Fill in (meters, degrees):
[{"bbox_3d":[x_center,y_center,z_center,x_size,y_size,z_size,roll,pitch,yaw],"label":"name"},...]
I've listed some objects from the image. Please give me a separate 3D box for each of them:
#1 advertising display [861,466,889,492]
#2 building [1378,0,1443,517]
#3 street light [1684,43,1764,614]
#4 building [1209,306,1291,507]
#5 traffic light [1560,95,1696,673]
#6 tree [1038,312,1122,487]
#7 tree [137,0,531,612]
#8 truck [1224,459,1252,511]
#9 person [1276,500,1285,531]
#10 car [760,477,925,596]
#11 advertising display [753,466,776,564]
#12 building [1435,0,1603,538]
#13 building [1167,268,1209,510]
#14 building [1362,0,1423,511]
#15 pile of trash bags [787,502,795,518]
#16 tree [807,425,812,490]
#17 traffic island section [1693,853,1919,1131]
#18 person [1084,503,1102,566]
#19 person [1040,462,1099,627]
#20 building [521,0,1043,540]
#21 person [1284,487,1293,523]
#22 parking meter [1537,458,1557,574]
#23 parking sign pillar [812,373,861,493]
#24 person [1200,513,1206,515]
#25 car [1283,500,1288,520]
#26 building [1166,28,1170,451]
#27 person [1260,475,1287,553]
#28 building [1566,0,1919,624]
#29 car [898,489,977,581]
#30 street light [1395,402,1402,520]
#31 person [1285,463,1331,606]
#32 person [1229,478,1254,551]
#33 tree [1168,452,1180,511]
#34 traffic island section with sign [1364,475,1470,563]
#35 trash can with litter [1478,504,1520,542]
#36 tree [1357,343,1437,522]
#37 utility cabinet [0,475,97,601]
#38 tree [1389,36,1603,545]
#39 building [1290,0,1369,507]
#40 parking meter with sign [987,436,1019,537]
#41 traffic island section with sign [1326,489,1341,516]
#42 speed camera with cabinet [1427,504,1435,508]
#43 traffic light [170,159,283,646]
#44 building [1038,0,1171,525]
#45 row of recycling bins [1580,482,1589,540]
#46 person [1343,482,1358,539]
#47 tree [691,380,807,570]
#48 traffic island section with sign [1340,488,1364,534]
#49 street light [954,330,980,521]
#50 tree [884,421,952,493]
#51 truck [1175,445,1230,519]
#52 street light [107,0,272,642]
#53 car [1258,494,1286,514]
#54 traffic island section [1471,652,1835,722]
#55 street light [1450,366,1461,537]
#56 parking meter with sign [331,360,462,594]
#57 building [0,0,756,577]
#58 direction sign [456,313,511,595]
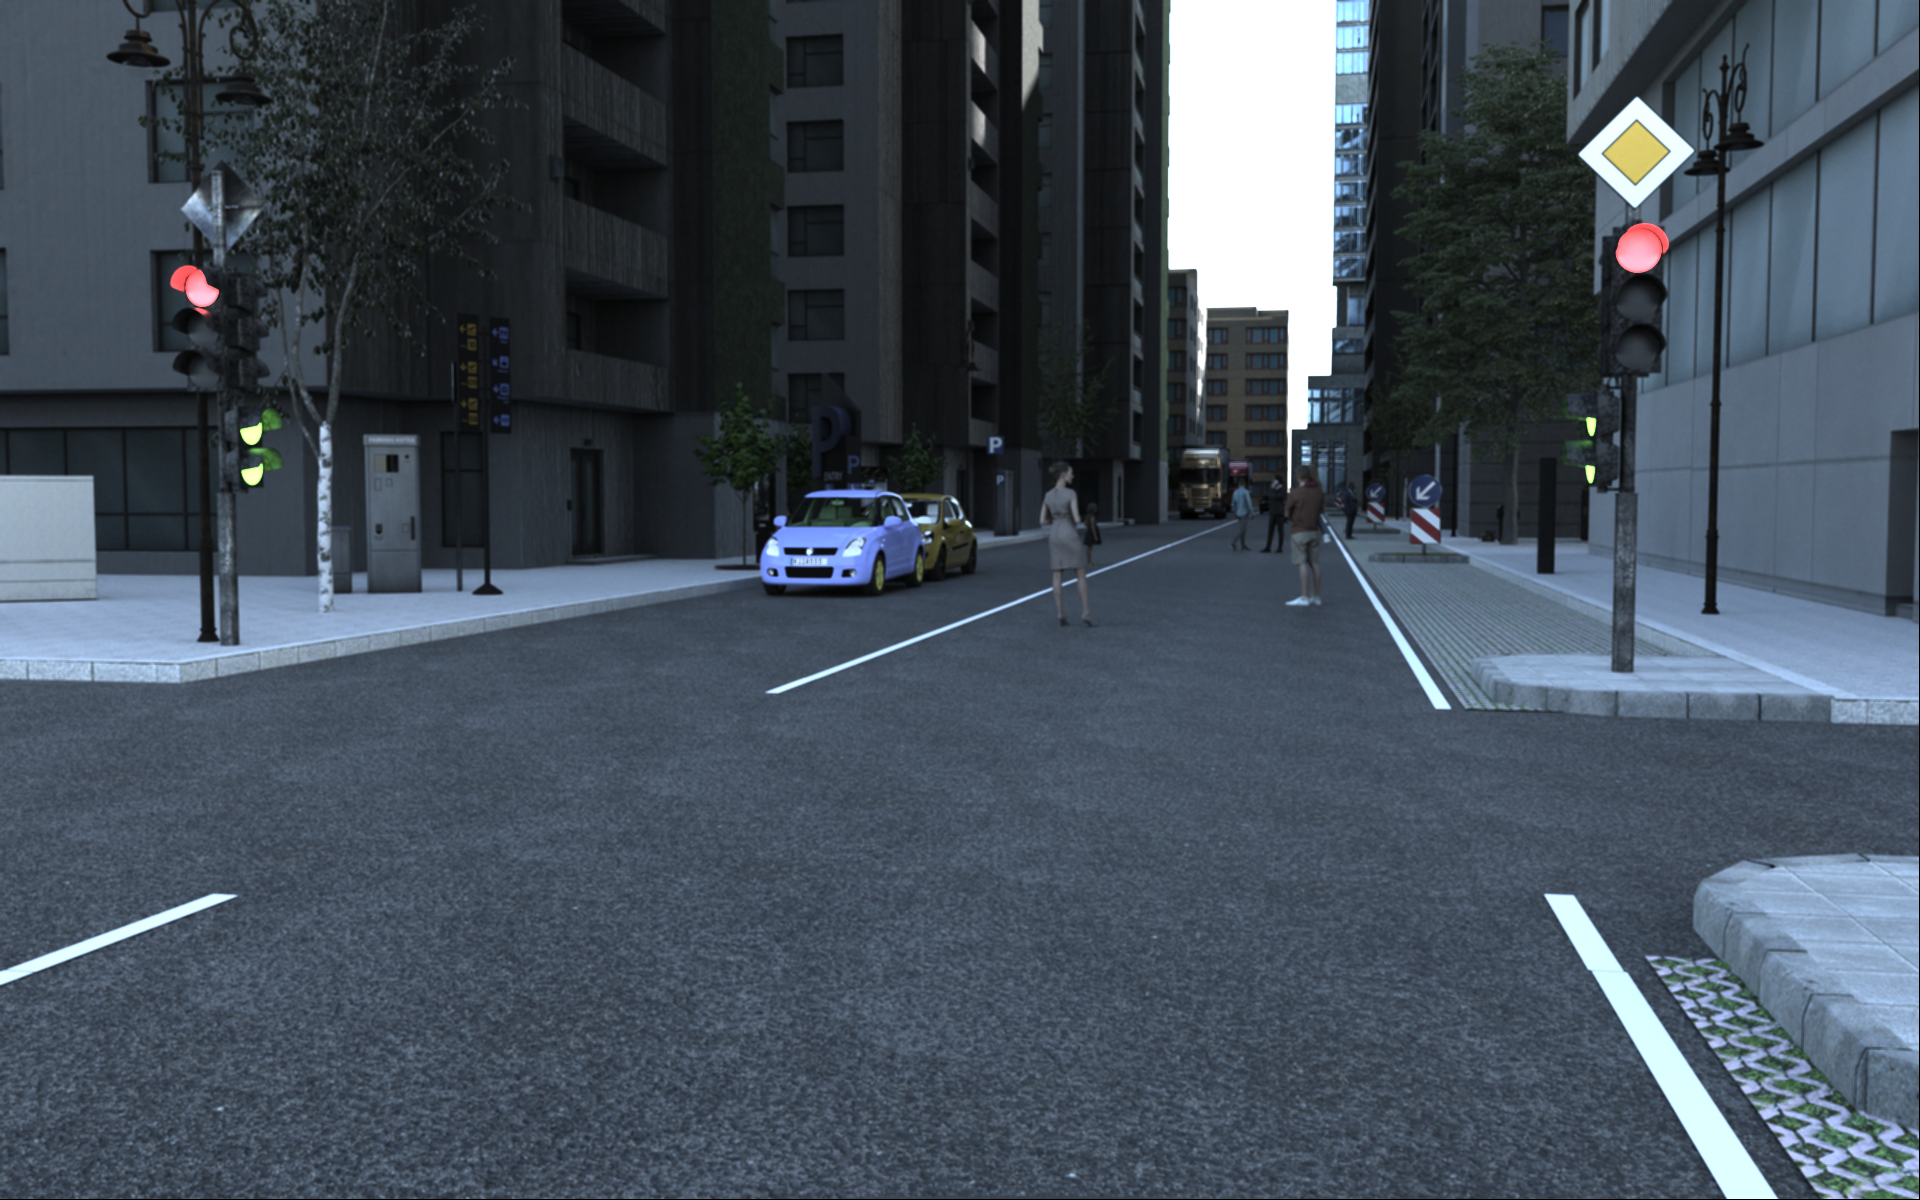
[{"bbox_3d":[-2.130,-2.147,40.315,0.974,1.923,0.123,0,4,6],"label":"advertising display"},{"bbox_3d":[34.813,-40.275,96.754,20.563,71.187,20.611,1,4,11],"label":"building"},{"bbox_3d":[8.044,-2.789,18.392,0.468,5.910,1.993,1,4,11],"label":"street light"},{"bbox_3d":[20.352,-20.784,184.854,28.899,21.520,27.650,1,4,11],"label":"building"},{"bbox_3d":[4.767,-1.436,12.397,0.839,4.253,0.868,1,4,11],"label":"traffic light"},{"bbox_3d":[4.321,-7.386,71.131,4.737,8.622,4.395,0,3,0],"label":"tree"},{"bbox_3d":[-6.875,-4.188,18.839,4.360,8.622,3.978,0,3,0],"label":"tree"},{"bbox_3d":[22.445,-9.312,141.169,2.839,4.237,11.283,1,4,11],"label":"truck"},{"bbox_3d":[12.383,-3.601,67.712,0.374,1.781,0.599,-2,4,-35],"label":"person"},{"bbox_3d":[-1.692,-0.977,25.559,1.945,1.707,3.694,1,4,12],"label":"car"},{"bbox_3d":[-3.578,-1.619,31.681,0.123,1.923,0.974,-2,4,-24],"label":"advertising display"},{"bbox_3d":[27.981,-31.725,60.704,21.231,58.520,28.212,1,4,11],"label":"building"},{"bbox_3d":[6.239,-18.784,152.153,28.899,21.520,27.650,1,4,11],"label":"building"},{"bbox_3d":[39.062,-30.256,118.386,21.300,48.544,21.600,1,4,11],"label":"building"},{"bbox_3d":[-5.268,-2.238,46.343,3.447,1.369,1.912,-3,5,-41],"label":"pile of trash bags"},{"bbox_3d":[-3.786,-2.829,40.859,1.663,3.219,1.824,0,3,0],"label":"tree"},{"bbox_3d":[3.229,1.077,4.675,2.009,0.180,2.903,1,4,11],"label":"traffic island section"},{"bbox_3d":[2.638,-1.296,34.367,0.373,1.253,0.362,0,4,0],"label":"person"},{"bbox_3d":[1.183,-0.607,18.768,0.599,1.781,0.374,3,5,39],"label":"person"},{"bbox_3d":[-5.154,-17.578,59.096,14.160,30.474,14.107,1,4,11],"label":"building"},{"bbox_3d":[16.498,-4.720,86.077,0.834,1.777,0.661,2,4,25],"label":"person"},{"bbox_3d":[9.477,-1.362,27.972,0.255,1.863,0.399,1,4,17],"label":"parking meter"},{"bbox_3d":[-2.715,-3.032,38.051,1.447,3.967,1.447,-3,5,-39],"label":"parking sign pillar"},{"bbox_3d":[16.485,-6.667,117.959,0.568,1.767,0.683,-3,4,-36],"label":"person"},{"bbox_3d":[18.935,-5.285,96.634,2.015,1.641,3.980,1,4,13],"label":"car"},{"bbox_3d":[7.411,-28.957,123.564,14.600,45.320,14.200,1,4,11],"label":"building"},{"bbox_3d":[7.689,-2.108,42.328,0.474,1.900,0.648,-2,4,-27],"label":"person"},{"bbox_3d":[22.845,-26.335,19.817,27.495,52.752,28.713,1,4,11],"label":"building"},{"bbox_3d":[-0.855,-1.200,29.844,2.015,1.641,3.980,1,4,12],"label":"car"},{"bbox_3d":[21.581,-6.883,85.317,0.468,5.910,1.993,1,4,11],"label":"street light"},{"bbox_3d":[4.488,-0.849,22.356,0.573,1.828,0.580,1,4,17],"label":"person"},{"bbox_3d":[7.047,-2.158,43.641,0.748,1.841,0.638,-1,4,-23],"label":"person"},{"bbox_3d":[16.357,-9.129,132.979,4.285,4.588,4.351,0,3,0],"label":"tree"},{"bbox_3d":[9.680,-1.714,36.649,1.989,1.847,2.006,1,4,11],"label":"traffic island section with sign"},{"bbox_3d":[14.428,-2.141,46.396,1.055,1.170,0.624,2,4,34],"label":"trash can with litter"},{"bbox_3d":[20.719,-7.973,80.727,4.737,8.622,4.395,0,3,0],"label":"tree"},{"bbox_3d":[-11.009,-0.738,20.738,1.173,1.500,0.318,-2,4,-27],"label":"utility cabinet"},{"bbox_3d":[14.320,-7.678,43.663,7.486,12.596,7.792,0,3,0],"label":"tree"},{"bbox_3d":[49.802,-52.766,175.395,31.000,86.520,22.319,1,4,11],"label":"building"},{"bbox_3d":[1.352,-3.457,52.780,0.543,3.016,1.738,1,4,19],"label":"parking meter with sign"},{"bbox_3d":[24.894,-6.339,112.264,1.989,1.847,2.006,1,4,11],"label":"traffic island section with sign"},{"bbox_3d":[23.577,-5.470,83.766,2.038,3.252,0.660,0,4,4],"label":"speed camera with cabinet"},{"bbox_3d":[-6.179,-1.569,14.575,0.839,4.253,0.868,1,4,11],"label":"traffic light"},{"bbox_3d":[2.289,-24.315,81.149,14.154,41.232,14.086,1,4,11],"label":"building"},{"bbox_3d":[17.394,-2.423,46.730,1.069,1.692,3.534,1,4,15],"label":"row of recycling bins"},{"bbox_3d":[12.386,-2.832,54.983,0.419,1.800,0.721,3,4,38],"label":"person"},{"bbox_3d":[-3.829,-2.144,29.649,1.663,3.219,1.824,0,3,0],"label":"tree"},{"bbox_3d":[14.996,-3.330,63.077,1.989,1.847,2.006,1,4,11],"label":"traffic island section with sign"},{"bbox_3d":[0.209,-4.653,48.858,0.468,5.910,1.993,1,4,11],"label":"street light"},{"bbox_3d":[-1.275,-3.155,46.194,1.663,3.219,1.824,0,3,0],"label":"tree"},{"bbox_3d":[14.285,-6.869,101.229,2.839,4.237,11.283,1,4,11],"label":"truck"},{"bbox_3d":[-6.542,-2.576,14.898,0.468,5.910,1.993,1,4,11],"label":"street light"},{"bbox_3d":[22.301,-6.976,123.848,2.009,1.686,4.222,1,4,10],"label":"car"},{"bbox_3d":[4.805,0.598,12.503,2.009,0.180,2.903,1,4,11],"label":"traffic island section"},{"bbox_3d":[14.867,-4.844,51.993,0.468,5.910,1.993,1,4,11],"label":"street light"},{"bbox_3d":[-7.388,-1.606,22.518,1.738,3.016,0.543,-1,4,-18],"label":"parking meter with sign"},{"bbox_3d":[-12.099,-15.947,32.441,14.160,30.474,14.107,1,4,11],"label":"building"},{"bbox_3d":[-6.053,-1.840,22.086,0.379,3.537,0.876,2,4,32],"label":"direction sign"}]
